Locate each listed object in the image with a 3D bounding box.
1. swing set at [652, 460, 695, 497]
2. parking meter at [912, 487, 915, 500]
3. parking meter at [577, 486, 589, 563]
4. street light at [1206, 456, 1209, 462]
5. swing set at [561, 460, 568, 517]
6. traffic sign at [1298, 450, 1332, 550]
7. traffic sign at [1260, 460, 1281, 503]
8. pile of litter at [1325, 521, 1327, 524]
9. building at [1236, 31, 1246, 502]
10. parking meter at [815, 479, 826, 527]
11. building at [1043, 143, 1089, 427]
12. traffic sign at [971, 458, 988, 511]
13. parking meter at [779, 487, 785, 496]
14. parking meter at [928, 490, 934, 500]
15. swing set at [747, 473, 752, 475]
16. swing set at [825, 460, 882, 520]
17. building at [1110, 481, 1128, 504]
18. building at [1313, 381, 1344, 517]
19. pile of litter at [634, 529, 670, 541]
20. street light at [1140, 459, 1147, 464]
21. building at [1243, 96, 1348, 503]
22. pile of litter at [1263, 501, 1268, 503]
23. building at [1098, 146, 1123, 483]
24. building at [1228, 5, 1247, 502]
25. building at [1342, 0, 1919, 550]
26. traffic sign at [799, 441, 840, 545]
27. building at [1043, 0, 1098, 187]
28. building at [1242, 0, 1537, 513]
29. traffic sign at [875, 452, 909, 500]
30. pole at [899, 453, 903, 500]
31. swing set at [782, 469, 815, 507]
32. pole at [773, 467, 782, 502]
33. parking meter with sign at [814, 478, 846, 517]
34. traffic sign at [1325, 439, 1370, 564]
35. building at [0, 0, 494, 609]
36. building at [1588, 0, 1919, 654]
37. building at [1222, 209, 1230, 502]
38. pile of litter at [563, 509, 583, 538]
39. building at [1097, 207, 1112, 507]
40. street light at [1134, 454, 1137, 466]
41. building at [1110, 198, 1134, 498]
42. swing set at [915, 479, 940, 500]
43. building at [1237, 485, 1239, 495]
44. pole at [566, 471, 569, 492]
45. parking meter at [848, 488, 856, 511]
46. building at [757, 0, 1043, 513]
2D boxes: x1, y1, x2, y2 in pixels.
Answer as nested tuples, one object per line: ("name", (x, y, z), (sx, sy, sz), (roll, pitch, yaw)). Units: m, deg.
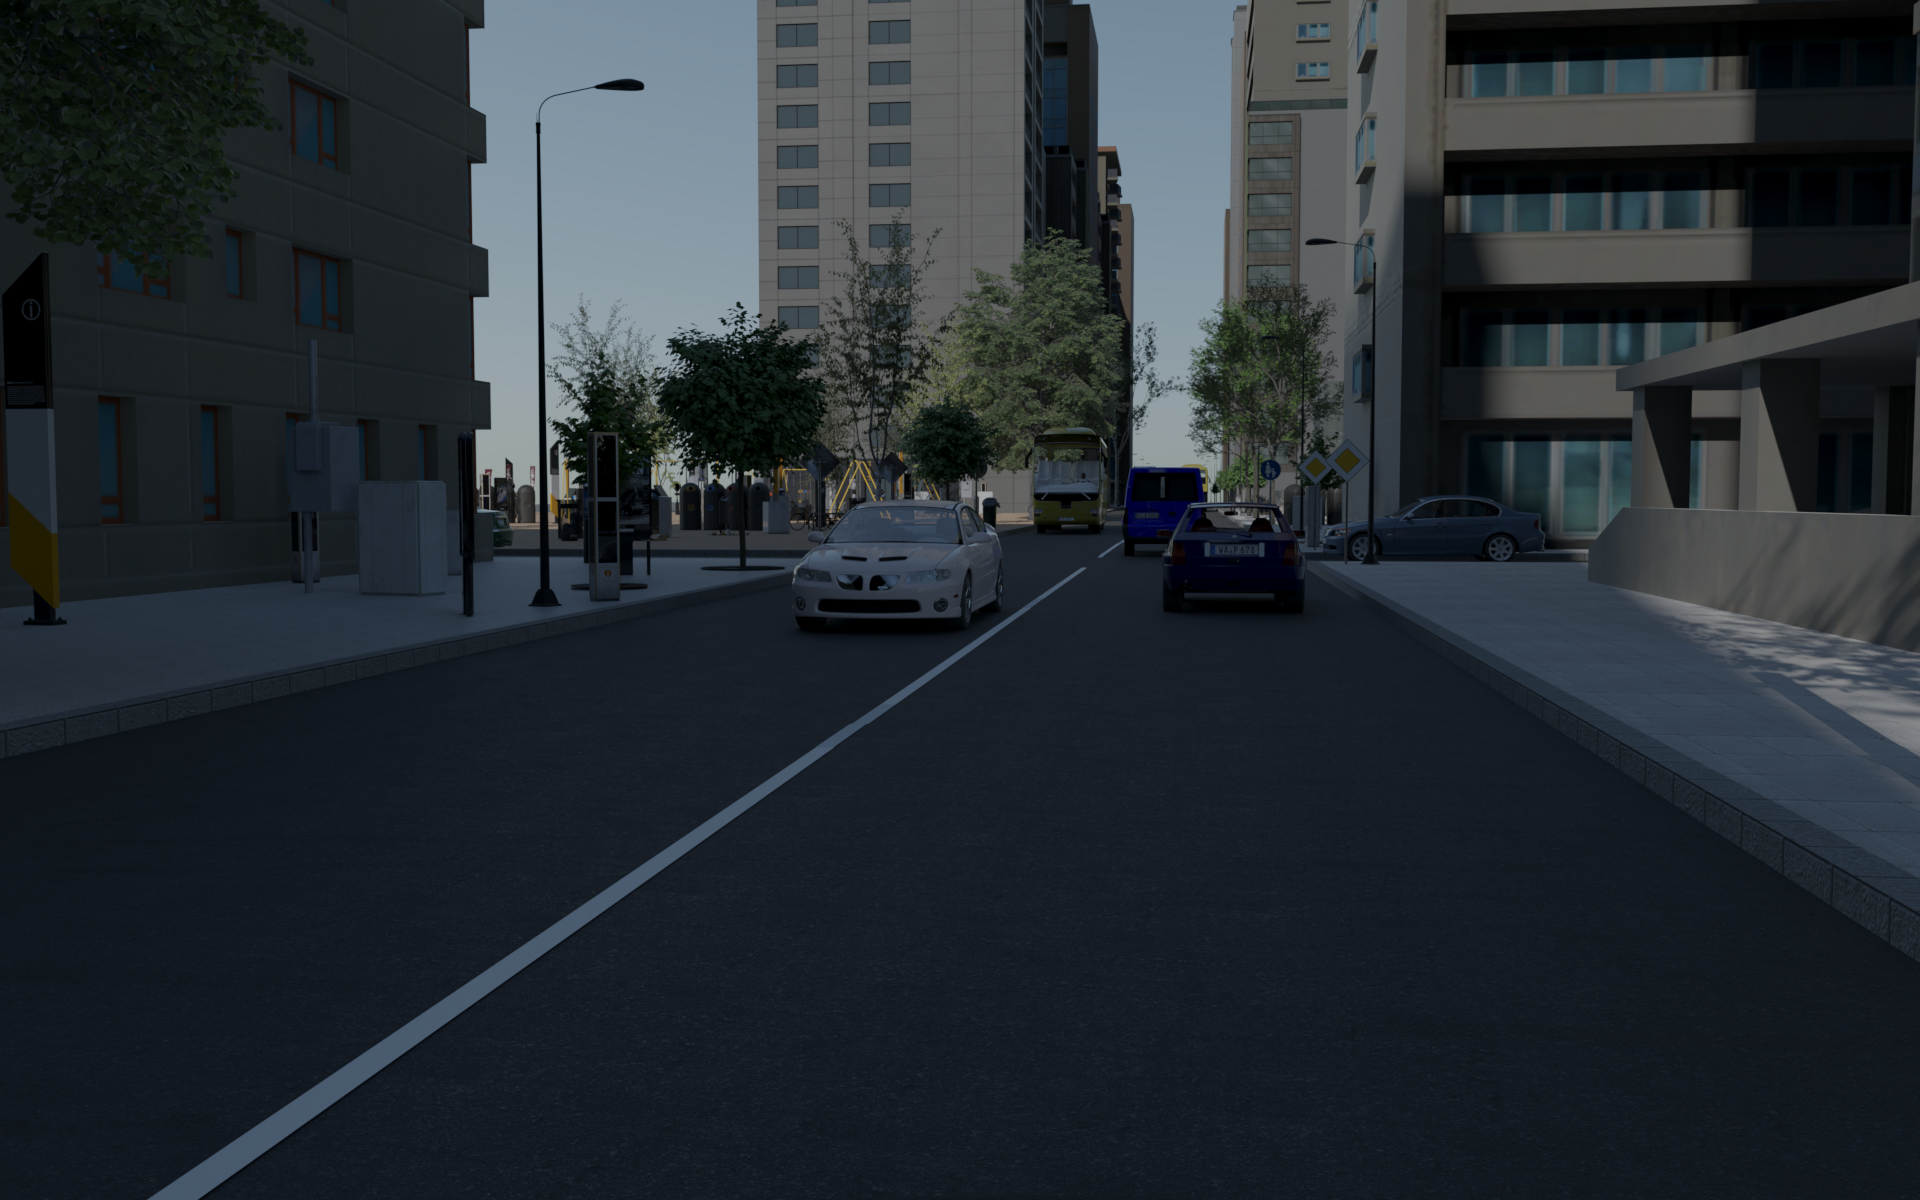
("swing set", (-12.611, -5.091, 80.863), (3.119, 2.851, 2.862), (-1, 4, -12))
("parking meter", (-1.821, -3.303, 62.423), (0.372, 1.533, 0.369), (0, 3, 0))
("parking meter", (-6.806, -1.452, 32.145), (0.372, 1.533, 0.369), (0, 3, 0))
("street light", (30.621, -14.540, 210.275), (1.470, 5.913, 1.316), (0, 4, 8))
("swing set", (-16.692, -5.041, 80.042), (3.119, 2.851, 2.862), (0, 4, -6))
("traffic sign", (8.100, -2.192, 39.490), (0.795, 2.450, 0.064), (0, 4, 8))
("traffic sign", (11.467, -3.907, 63.985), (0.768, 2.556, 0.104), (1, 4, 15))
("pile of litter", (16.342, -3.718, 74.750), (1.719, 0.858, 1.176), (-1, 4, -14))
("building", (33.627, -31.474, 164.704), (14.600, 45.320, 14.200), (0, 4, 8))
("parking meter", (-5.368, -3.728, 66.659), (0.255, 1.863, 0.399), (3, 4, 36))
("building", (3.264, -22.770, 143.996), (14.160, 30.474, 14.107), (0, 4, 8))
("traffic sign", (0.540, -3.525, 57.732), (0.768, 2.556, 0.104), (1, 4, 14))
("parking meter", (-6.874, -3.536, 66.220), (0.372, 1.533, 0.369), (0, 3, 0))
("parking meter", (-1.941, -6.553, 115.559), (0.372, 1.533, 0.369), (0, 3, 0))
("swing set", (-12.344, -6.364, 101.677), (2.862, 2.851, 3.119), (0, 4, -2))
("swing set", (-4.777, -5.151, 81.846), (2.862, 2.851, 3.119), (0, 4, 4))
("building", (7.680, -33.639, 241.885), (32.217, 40.220, 23.993), (0, 4, 8))
("building", (31.262, -47.537, 89.900), (22.319, 86.520, 31.000), (0, 4, 8))
("pile of litter", (-8.613, -2.078, 47.936), (1.176, 0.858, 1.719), (0, 4, 5))
("street light", (23.698, -15.750, 230.057), (1.470, 5.913, 1.316), (0, 4, 8))
("building", (28.384, -21.905, 129.852), (14.160, 30.474, 14.107), (0, 4, 8))
("pile of litter", (18.912, -5.679, 106.814), (1.719, 0.858, 1.176), (1, 4, 10))
("building", (8.636, -34.242, 214.472), (22.147, 44.769, 28.867), (0, 4, 8))
("building", (43.422, -40.903, 210.769), (21.231, 58.520, 28.212), (0, 4, 8))
("building", (21.836, -25.906, 47.267), (21.600, 48.544, 21.300), (0, 4, 8))
("traffic sign", (-2.660, -1.788, 32.882), (0.795, 2.450, 0.064), (0, 4, 8))
("building", (5.231, -31.056, 157.874), (14.600, 45.320, 14.200), (0, 4, 8))
("building", (35.140, -31.968, 146.381), (21.300, 48.544, 21.600), (0, 4, 8))
("traffic sign", (-1.606, -2.273, 40.798), (0.795, 2.450, 0.064), (0, 4, 8))
("pole", (-2.864, -5.511, 83.954), (0.158, 3.312, 0.155), (0, 3, 0))
("swing set", (-9.576, -6.793, 108.681), (3.119, 2.851, 2.862), (1, 4, 12))
("pole", (-6.131, -3.902, 57.634), (0.158, 3.312, 0.155), (0, 3, 0))
("parking meter with sign", (-7.147, -6.060, 95.336), (1.738, 3.016, 0.543), (0, 4, -6))
("traffic sign", (7.046, -1.708, 31.574), (0.795, 2.450, 0.064), (0, 4, 8))
("building", (-25.064, -10.742, 20.678), (28.899, 21.520, 27.650), (0, 4, 8))
("building", (24.317, -19.784, 15.347), (32.217, 40.220, 23.993), (0, 4, 8))
("building", (46.952, -37.477, 262.858), (14.600, 45.320, 14.200), (0, 4, 8))
("pile of litter", (-10.885, -2.213, 50.147), (1.176, 0.858, 1.719), (3, 5, 44))
("building", (7.671, -24.499, 172.255), (14.160, 30.474, 14.107), (0, 4, 8))
("street light", (19.641, -13.845, 198.903), (1.470, 5.913, 1.316), (0, 4, 8))
("building", (18.890, -37.308, 260.088), (14.600, 45.320, 14.200), (0, 4, 8))
("swing set", (-2.477, -7.036, 112.663), (2.862, 2.851, 3.119), (-1, 4, -9))
("building", (35.808, -30.287, 178.780), (14.154, 41.232, 14.086), (0, 4, 8))
("pole", (-22.570, -6.469, 99.604), (0.158, 3.312, 0.155), (0, 3, 0))
("parking meter", (-4.882, -4.280, 78.381), (0.372, 1.533, 0.369), (0, 3, 0))
("building", (-2.305, -42.065, 126.013), (20.563, 71.187, 20.611), (0, 4, 8))
